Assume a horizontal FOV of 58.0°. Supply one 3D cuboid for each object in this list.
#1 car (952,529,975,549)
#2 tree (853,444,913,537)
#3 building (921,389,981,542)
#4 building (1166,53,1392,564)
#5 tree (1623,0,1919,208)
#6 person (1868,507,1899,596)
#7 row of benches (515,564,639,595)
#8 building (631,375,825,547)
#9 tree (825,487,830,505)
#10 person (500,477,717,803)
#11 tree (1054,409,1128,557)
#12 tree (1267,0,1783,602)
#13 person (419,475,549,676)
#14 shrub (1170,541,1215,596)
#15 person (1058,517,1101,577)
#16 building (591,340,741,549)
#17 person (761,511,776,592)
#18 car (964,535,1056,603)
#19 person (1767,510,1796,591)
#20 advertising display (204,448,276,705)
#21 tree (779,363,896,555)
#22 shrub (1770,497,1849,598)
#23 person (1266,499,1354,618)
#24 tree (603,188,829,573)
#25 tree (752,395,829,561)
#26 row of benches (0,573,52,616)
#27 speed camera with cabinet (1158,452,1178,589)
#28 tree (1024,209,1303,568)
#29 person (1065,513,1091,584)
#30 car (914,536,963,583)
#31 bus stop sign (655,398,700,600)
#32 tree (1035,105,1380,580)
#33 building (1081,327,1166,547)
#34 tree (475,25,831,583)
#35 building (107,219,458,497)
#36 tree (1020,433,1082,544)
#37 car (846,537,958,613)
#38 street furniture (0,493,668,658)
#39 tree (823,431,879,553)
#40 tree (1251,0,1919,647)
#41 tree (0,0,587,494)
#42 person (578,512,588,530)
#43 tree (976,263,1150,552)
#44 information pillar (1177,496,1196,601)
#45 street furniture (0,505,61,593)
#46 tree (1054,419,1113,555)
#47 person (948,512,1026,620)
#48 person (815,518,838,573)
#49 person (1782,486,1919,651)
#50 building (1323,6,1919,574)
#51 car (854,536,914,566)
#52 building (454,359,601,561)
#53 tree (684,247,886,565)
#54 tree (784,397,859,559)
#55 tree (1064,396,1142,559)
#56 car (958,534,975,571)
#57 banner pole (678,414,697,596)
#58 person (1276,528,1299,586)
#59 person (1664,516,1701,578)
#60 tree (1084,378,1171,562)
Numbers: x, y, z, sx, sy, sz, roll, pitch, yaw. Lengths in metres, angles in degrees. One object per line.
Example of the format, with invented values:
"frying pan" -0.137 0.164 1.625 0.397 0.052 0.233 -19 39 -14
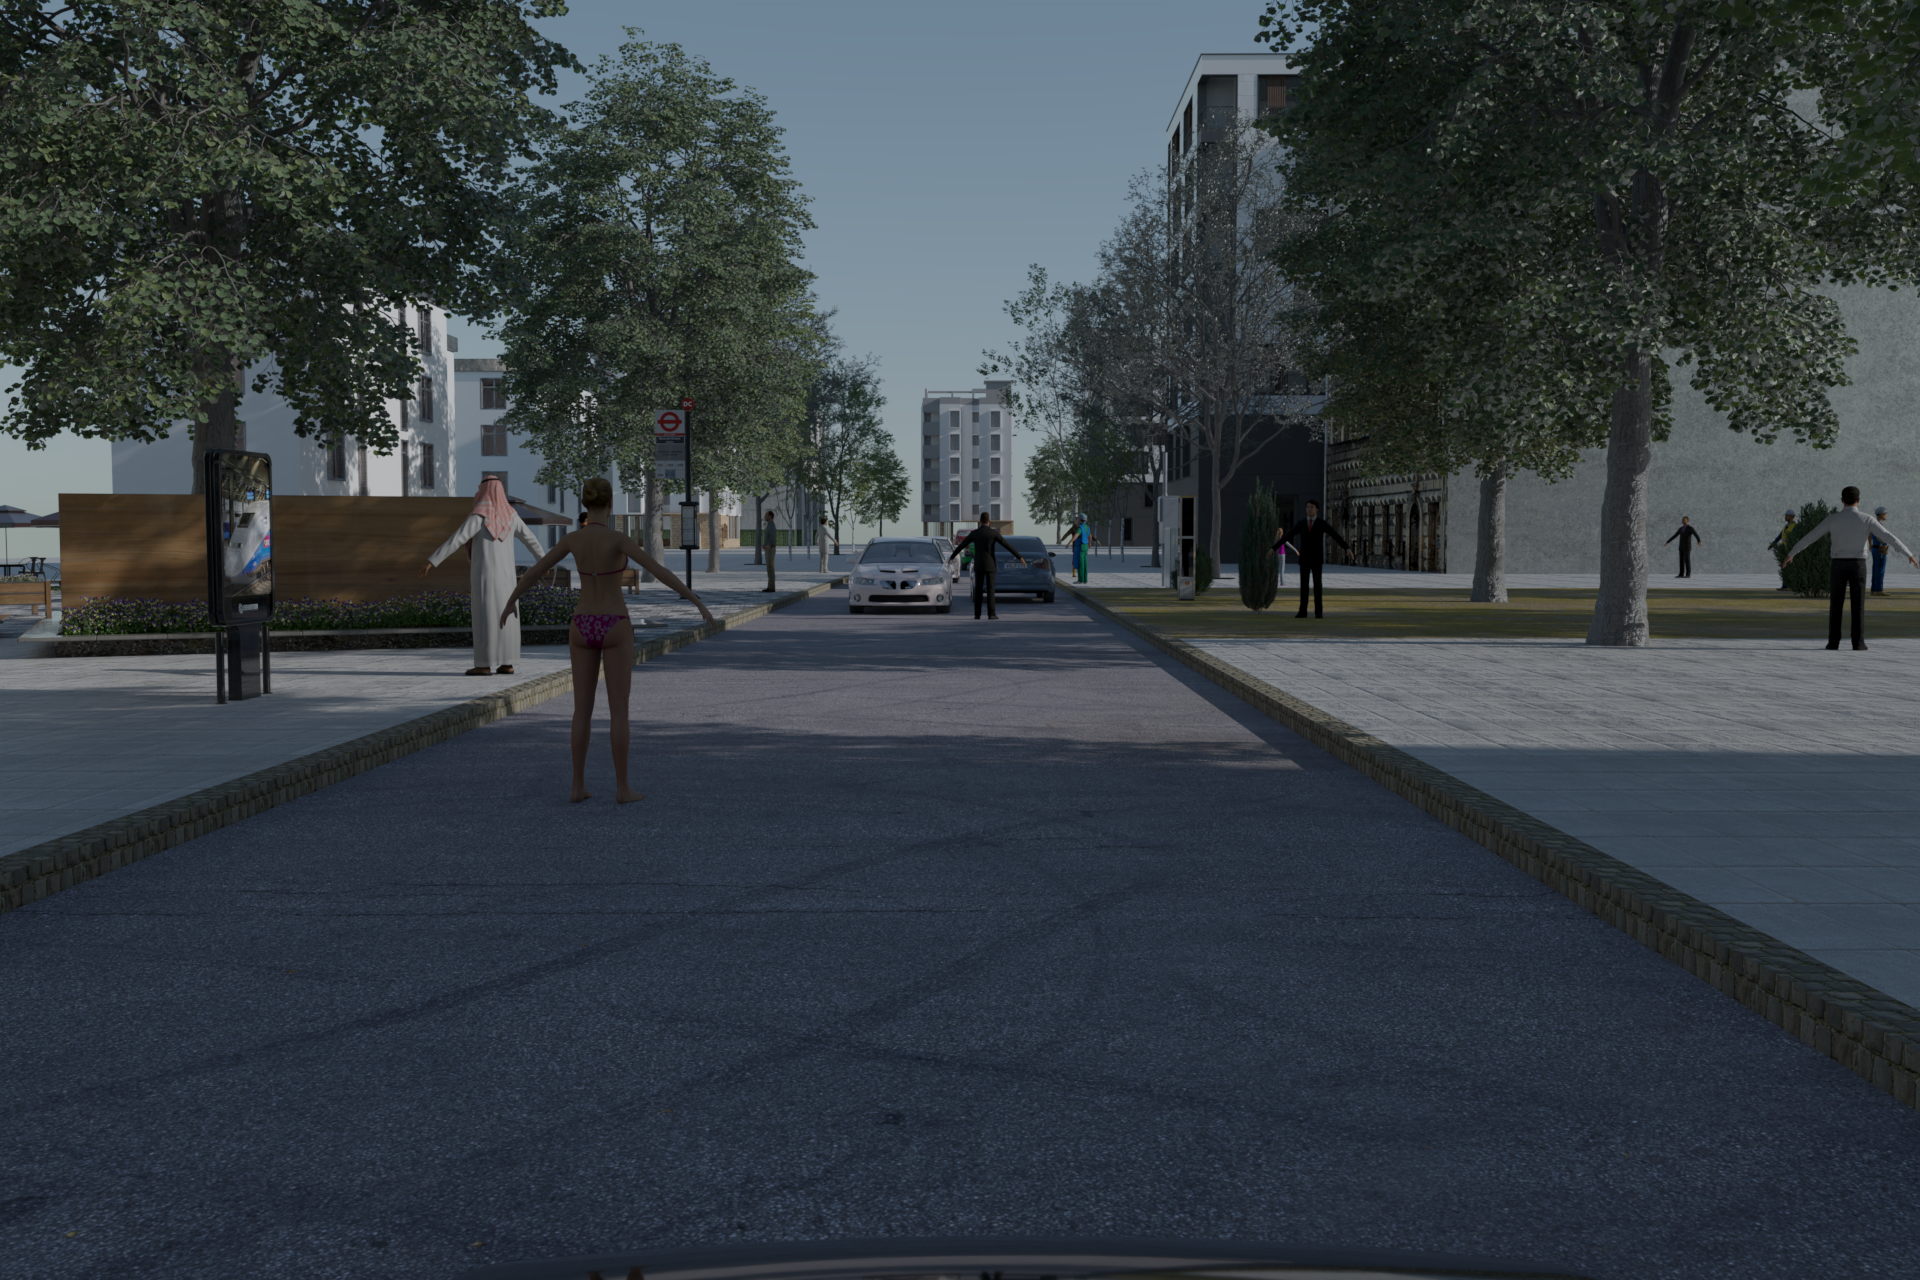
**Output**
"car" 0.543 -6.942 122.168 2.281 1.827 5.304 0 4 1
"tree" -9.489 -18.250 216.522 7.486 12.596 7.792 0 3 0
"building" -4.560 -21.969 218.076 11.380 20.090 16.016 1 4 10
"building" 24.403 -15.055 90.128 27.936 21.610 32.646 0 4 1
"tree" 7.026 -5.530 8.535 7.486 12.596 7.792 0 3 0
"person" 19.134 -1.843 35.988 0.705 1.847 1.347 0 4 6
"row of benches" -8.738 -1.247 35.858 4.104 0.672 1.422 -2 4 -26
"building" -24.867 -19.889 191.636 16.747 18.905 31.486 0 4 1
"tree" -19.711 -17.634 214.078 9.928 11.665 9.643 0 3 0
"person" -1.907 -0.004 9.320 1.217 1.733 0.721 1 4 8
"tree" 7.558 -8.976 97.128 4.737 8.622 4.395 0 3 0
"tree" 10.006 -7.700 32.543 9.857 13.997 8.962 0 3 0
"person" -4.271 -0.589 15.771 0.704 1.811 1.347 3 5 42
"shrub" 4.838 -1.524 36.028 1.383 1.207 1.383 0 3 0
"person" 3.533 -2.775 51.504 1.346 1.812 0.704 -1 4 -16
"building" -25.578 -17.911 149.267 16.016 20.090 11.380 0 3 0
"person" -4.230 -1.960 38.314 0.705 1.796 1.348 -1 4 -10
"car" 1.103 -1.557 37.456 2.014 1.417 4.499 0 4 0
"person" 18.695 -2.027 39.104 0.705 1.833 1.349 0 4 -4
"advertising display" -5.573 -0.503 13.442 0.123 1.923 0.974 0 4 0
"tree" -7.608 -10.942 104.664 9.928 11.665 9.643 0 3 0
"shrub" 17.351 -1.874 35.065 1.690 2.028 1.600 0 3 0
"person" 5.349 -1.237 26.408 1.347 1.806 0.705 2 4 26
"tree" -8.086 -8.521 57.439 7.486 12.596 7.792 0 3 0
"tree" -8.112 -8.082 82.511 4.360 8.622 3.978 0 3 0
"row of benches" -15.729 -0.642 25.958 1.422 0.672 4.104 3 5 42
"speed camera with cabinet" 5.168 -2.876 41.356 0.660 3.252 2.038 0 4 -1
"tree" 7.428 -9.530 66.190 12.009 13.543 11.850 0 3 0
"person" 3.098 -2.346 44.476 0.704 1.817 1.347 2 4 30
"car" -0.938 -2.449 52.397 2.083 1.381 4.827 0 4 1
"bus stop sign" -5.540 -2.769 33.984 0.855 3.939 0.416 0 4 0
"tree" 7.405 -8.481 49.030 12.009 13.543 11.850 0 3 0
"building" 26.968 -21.010 187.489 27.936 21.610 32.646 0 4 1
"tree" -8.052 -8.491 45.488 9.857 13.997 8.962 0 3 0
"building" -22.201 -7.225 60.275 9.099 9.664 28.070 0 4 0
"tree" 12.482 -18.962 216.683 9.857 13.997 8.962 0 3 0
"car" -1.082 -1.256 32.892 2.083 1.381 4.827 0 4 0
"street furniture" -7.144 -0.877 21.202 11.010 1.723 9.812 -2 4 -25
"tree" -7.389 -10.285 118.527 4.737 8.622 4.395 0 3 0
"tree" 7.701 -6.920 19.794 9.857 13.997 8.962 0 3 0
"tree" -8.765 -6.926 19.899 9.857 13.997 8.962 0 3 0
"person" -9.051 -2.192 41.981 0.704 1.843 1.345 -1 4 -21
"tree" 7.460 -16.216 121.028 12.611 20.169 13.585 0 3 0
"information pillar" 4.363 -1.766 33.371 0.304 2.012 0.304 0 4 -1
"street furniture" -32.863 -1.962 37.109 27.439 1.986 14.083 1 4 8
"tree" 7.722 -9.479 105.348 4.360 8.622 3.978 0 3 0
"person" 0.426 -1.246 29.050 1.346 1.802 0.704 1 4 14
"person" -4.444 -3.105 56.945 0.705 1.806 1.347 -3 4 -36
"person" 9.830 -0.795 19.158 1.344 1.810 0.704 2 4 32
"building" 24.735 -14.245 63.841 19.493 23.208 18.063 0 3 0
"car" -1.821 -2.129 47.170 2.083 1.381 4.827 0 4 0
"building" -24.622 -9.471 97.003 9.099 9.664 28.070 0 4 0
"tree" -8.268 -9.867 71.691 12.009 13.543 11.850 0 3 0
"tree" -7.574 -8.456 88.621 4.737 8.622 4.395 0 3 0
"tree" 7.522 -8.408 87.838 4.737 8.622 4.395 0 3 0
"car" 0.909 -3.703 69.334 1.959 1.807 4.718 0 4 0
"banner pole" -5.669 -2.824 36.189 0.401 3.779 0.863 0 3 0
"person" 7.962 -2.064 43.005 0.991 1.433 0.599 3 5 41
"person" 21.152 -2.713 50.581 0.704 1.802 1.346 -2 4 -24
"tree" 7.278 -7.828 78.350 4.360 8.622 3.978 0 3 0
